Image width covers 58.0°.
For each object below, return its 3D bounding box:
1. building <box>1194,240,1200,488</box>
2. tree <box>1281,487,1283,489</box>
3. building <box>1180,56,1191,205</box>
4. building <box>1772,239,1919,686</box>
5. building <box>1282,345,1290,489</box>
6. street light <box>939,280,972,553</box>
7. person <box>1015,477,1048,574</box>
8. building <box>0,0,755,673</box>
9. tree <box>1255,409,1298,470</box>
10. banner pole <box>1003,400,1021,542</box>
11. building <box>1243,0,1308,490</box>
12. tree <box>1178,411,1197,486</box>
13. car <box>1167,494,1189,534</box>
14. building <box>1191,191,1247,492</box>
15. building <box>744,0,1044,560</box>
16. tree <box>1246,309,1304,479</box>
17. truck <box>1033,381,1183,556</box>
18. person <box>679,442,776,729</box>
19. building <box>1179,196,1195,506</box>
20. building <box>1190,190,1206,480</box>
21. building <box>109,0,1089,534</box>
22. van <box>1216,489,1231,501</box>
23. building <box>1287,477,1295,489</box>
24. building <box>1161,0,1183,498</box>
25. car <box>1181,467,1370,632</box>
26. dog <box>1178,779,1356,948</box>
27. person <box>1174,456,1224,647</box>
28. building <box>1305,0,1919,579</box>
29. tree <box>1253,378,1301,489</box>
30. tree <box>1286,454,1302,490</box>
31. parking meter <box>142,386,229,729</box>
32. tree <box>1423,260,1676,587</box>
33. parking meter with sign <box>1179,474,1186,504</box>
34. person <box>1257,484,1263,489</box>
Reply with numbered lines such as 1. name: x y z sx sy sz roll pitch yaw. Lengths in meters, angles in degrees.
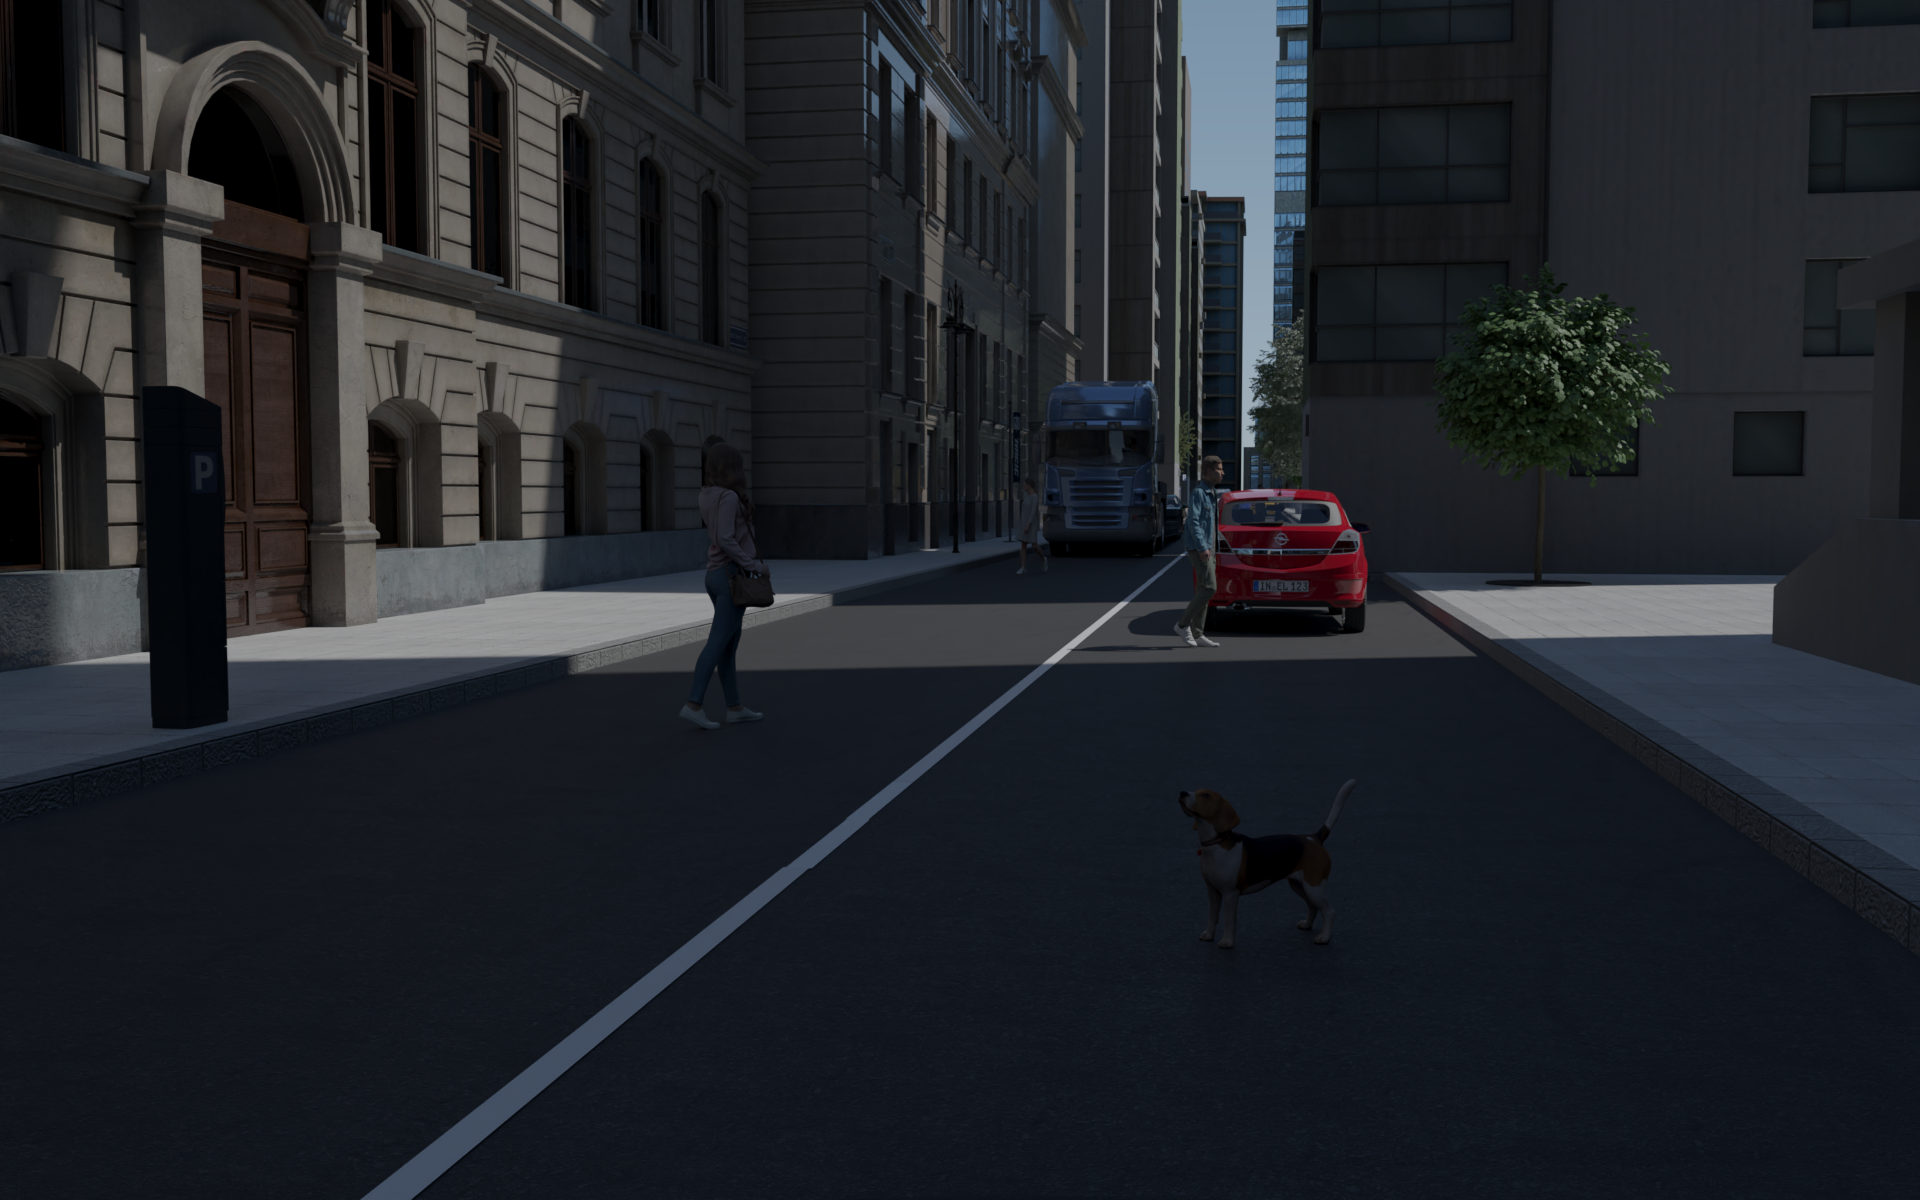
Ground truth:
1. building: 18.922 -25.591 190.106 14.160 30.474 14.107 1 4 10
2. tree: 43.032 -14.336 228.994 1.663 3.219 1.824 0 3 0
3. building: 16.087 -32.147 175.720 14.600 45.320 14.200 1 4 10
4. building: 21.699 -19.099 4.153 32.217 40.220 23.993 1 4 10
5. building: 53.575 -22.366 210.721 27.650 21.520 28.899 1 4 10
6. street light: -0.093 -3.958 37.505 0.468 5.910 1.993 1 4 10
7. person: 1.274 -1.340 31.158 0.466 1.731 0.760 3 4 37
8. building: -11.788 -12.038 15.906 14.460 24.649 34.723 1 4 10
9. tree: 30.351 -13.398 153.469 8.767 10.594 7.601 -1 4 -10
10. banner pole: 1.443 -3.441 46.283 0.401 3.779 0.863 2 4 27
11. building: 55.821 -56.864 242.397 31.000 86.520 22.319 1 4 10
12. tree: 18.264 -12.056 147.478 4.737 8.622 4.395 0 3 0
13. car: 7.416 -3.202 64.155 2.131 1.459 4.920 1 4 10
14. building: 26.206 -36.297 248.074 28.867 44.769 22.147 1 4 10
15. building: -5.291 -15.186 45.559 12.463 27.353 25.104 1 4 10
16. tree: 22.947 -12.633 113.198 9.857 13.997 8.962 0 3 0
17. truck: 4.479 -3.505 47.068 2.967 4.110 18.799 1 4 10
18. person: -1.486 -0.100 10.726 0.643 1.750 0.593 -2 4 -29
19. building: 14.248 -23.881 162.154 14.160 30.474 14.107 1 4 10
20. building: 18.116 -31.947 214.220 23.993 40.220 32.217 1 4 10
21. building: -12.802 -15.233 68.147 34.723 24.649 14.460 1 4 10
22. van: 21.331 -8.192 140.953 2.013 2.044 4.112 1 4 10
23. building: 48.690 -29.238 169.918 32.217 40.220 23.993 1 4 10
24. building: 3.697 -24.633 86.350 14.154 41.232 14.086 1 4 10
25. car: 3.569 -0.644 19.564 2.155 1.783 4.494 1 4 9
26. dog: 0.984 0.841 5.540 0.406 0.507 0.540 2 4 31
27. person: 2.237 -0.447 16.158 0.444 1.785 0.601 2 4 29
28. building: 13.816 -15.994 33.197 14.160 30.474 14.107 1 4 10
29. tree: 28.169 -13.340 143.872 9.928 11.665 9.643 0 3 0
30. tree: 24.684 -8.458 122.007 4.285 4.588 4.351 0 3 0
31. parking meter: -4.279 -0.237 9.589 0.255 1.863 0.399 1 4 12
32. tree: 8.202 -2.487 24.379 4.285 4.588 4.351 0 3 0
33. parking meter with sign: 19.236 -9.639 153.861 0.543 3.016 1.738 -3 5 -44
34. person: 11.106 -3.384 63.932 0.767 1.812 0.694 1 4 13
